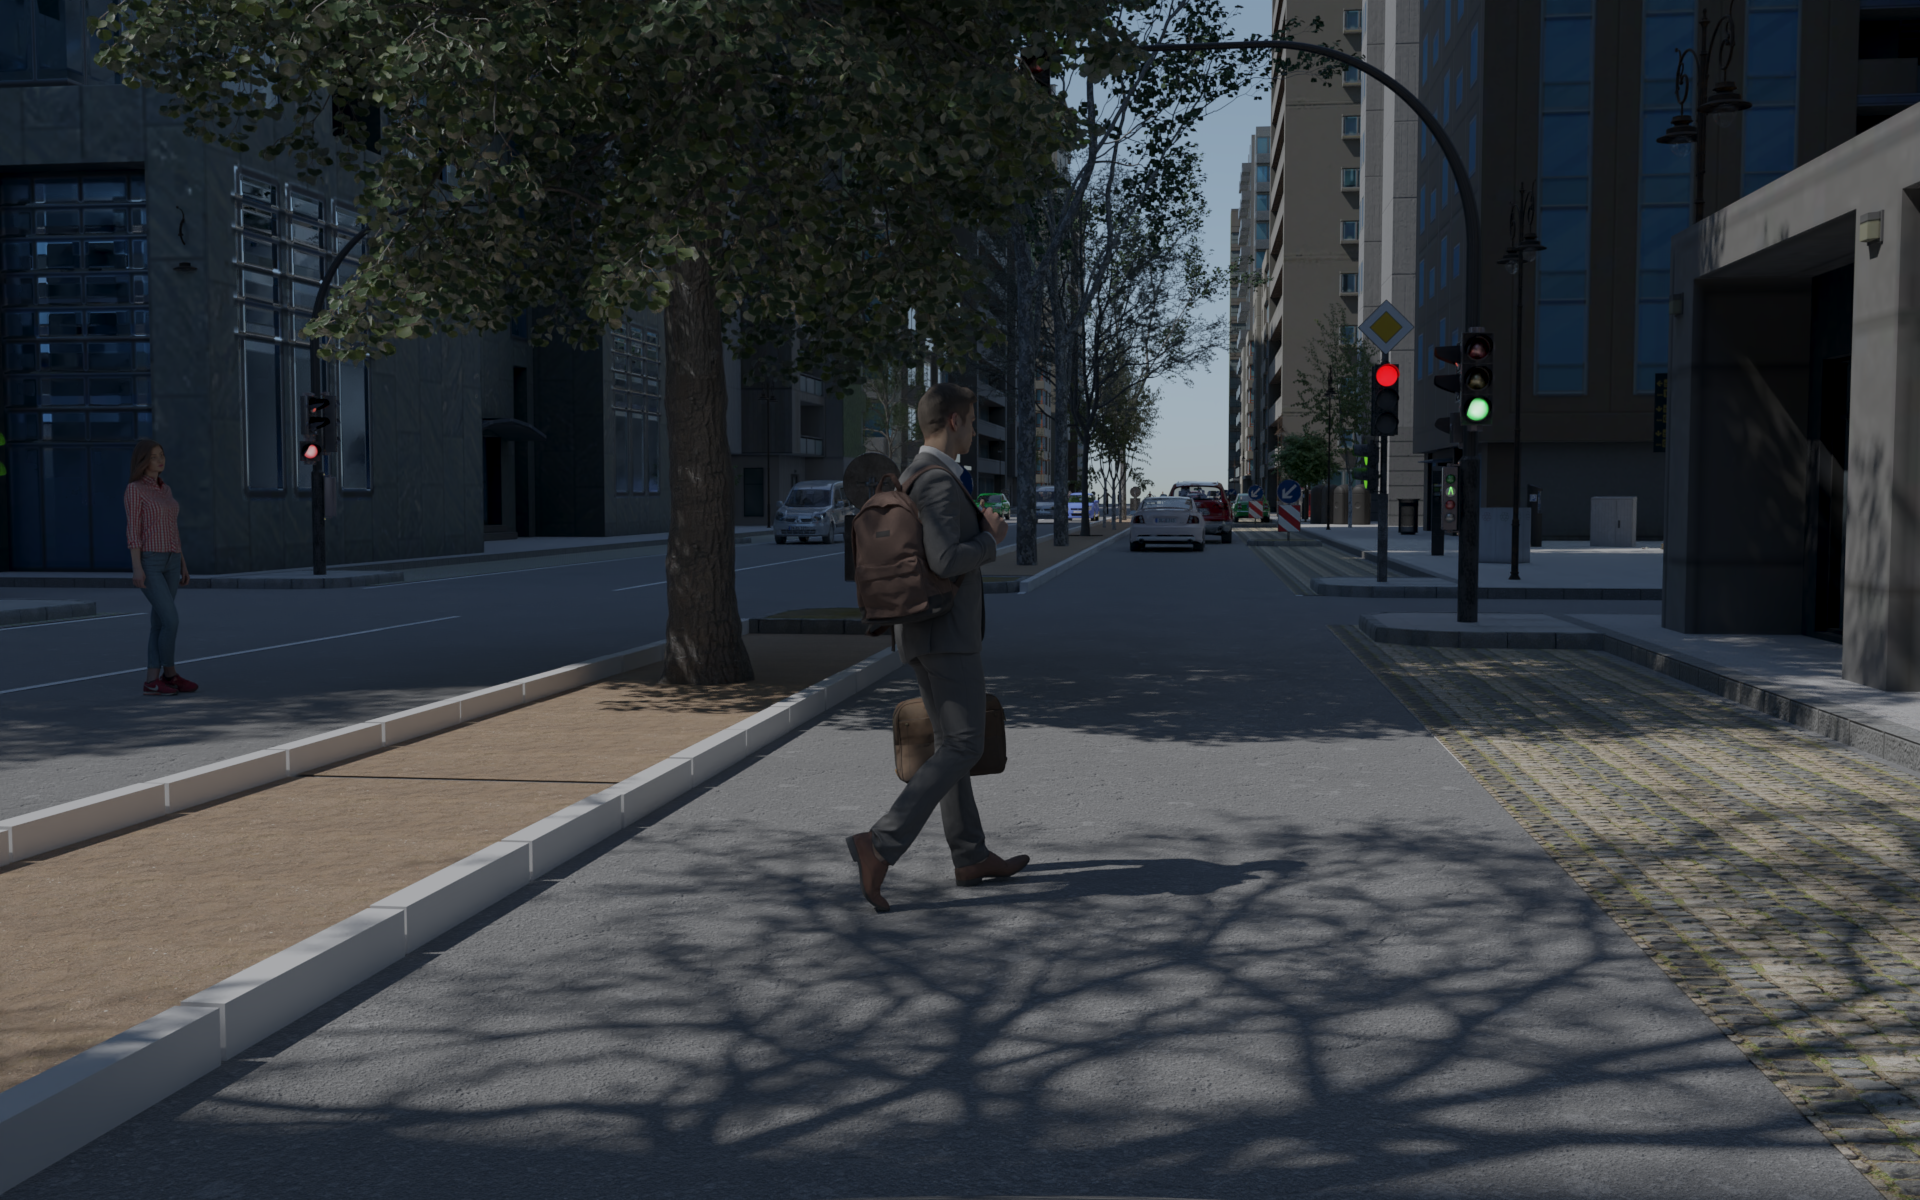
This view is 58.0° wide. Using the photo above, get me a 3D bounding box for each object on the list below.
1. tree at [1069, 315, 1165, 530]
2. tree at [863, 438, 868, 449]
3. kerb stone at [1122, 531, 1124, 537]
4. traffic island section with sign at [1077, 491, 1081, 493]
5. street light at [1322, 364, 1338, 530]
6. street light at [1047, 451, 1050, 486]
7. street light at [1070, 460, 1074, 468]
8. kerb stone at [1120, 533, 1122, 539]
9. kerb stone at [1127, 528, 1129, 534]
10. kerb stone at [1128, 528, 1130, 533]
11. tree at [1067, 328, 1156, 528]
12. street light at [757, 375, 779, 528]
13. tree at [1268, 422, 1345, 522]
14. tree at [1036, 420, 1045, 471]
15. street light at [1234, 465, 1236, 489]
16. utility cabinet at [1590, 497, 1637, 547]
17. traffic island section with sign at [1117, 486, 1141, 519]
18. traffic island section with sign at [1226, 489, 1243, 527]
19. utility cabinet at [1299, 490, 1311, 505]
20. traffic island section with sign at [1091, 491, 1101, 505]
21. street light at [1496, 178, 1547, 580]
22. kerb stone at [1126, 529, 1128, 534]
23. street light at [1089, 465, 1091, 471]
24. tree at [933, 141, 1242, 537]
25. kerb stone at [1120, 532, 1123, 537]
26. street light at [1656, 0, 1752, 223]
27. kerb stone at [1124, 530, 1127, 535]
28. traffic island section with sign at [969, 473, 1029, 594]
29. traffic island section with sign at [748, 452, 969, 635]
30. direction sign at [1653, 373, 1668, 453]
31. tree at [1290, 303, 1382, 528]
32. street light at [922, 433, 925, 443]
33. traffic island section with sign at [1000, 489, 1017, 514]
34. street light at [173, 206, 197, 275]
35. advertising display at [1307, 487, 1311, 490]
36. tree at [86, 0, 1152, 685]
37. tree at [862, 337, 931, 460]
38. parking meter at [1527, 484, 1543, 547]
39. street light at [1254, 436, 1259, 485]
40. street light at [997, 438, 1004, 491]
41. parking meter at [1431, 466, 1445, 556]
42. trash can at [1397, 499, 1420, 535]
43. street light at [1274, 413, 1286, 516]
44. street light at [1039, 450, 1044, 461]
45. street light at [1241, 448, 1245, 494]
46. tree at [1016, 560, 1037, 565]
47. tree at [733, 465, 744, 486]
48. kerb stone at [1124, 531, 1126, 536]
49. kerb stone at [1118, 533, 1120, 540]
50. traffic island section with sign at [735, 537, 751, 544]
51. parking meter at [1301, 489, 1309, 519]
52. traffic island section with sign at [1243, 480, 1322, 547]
[{"bbox_3d":[6.145,-7.089,68.727,4.360,8.622,3.978,0,3,0],"label":"tree"},{"bbox_3d":[-5.756,-6.122,83.810,4.285,4.588,4.351,0,3,0],"label":"tree"},{"bbox_3d":[5.171,-2.079,56.188,0.120,0.150,1.000,0,4,8],"label":"kerb stone"},{"bbox_3d":[14.384,-12.155,207.363,1.989,1.847,2.006,0,4,8],"label":"traffic island section with sign"},{"bbox_3d":[13.213,-5.455,61.969,0.468,5.910,1.993,0,4,8],"label":"street light"},{"bbox_3d":[9.517,-13.050,186.155,0.468,5.910,1.993,0,4,8],"label":"street light"},{"bbox_3d":[14.393,-15.263,222.335,0.468,5.910,1.993,0,4,8],"label":"street light"},{"bbox_3d":[4.893,-1.955,54.159,0.120,0.150,1.000,0,4,8],"label":"kerb stone"},{"bbox_3d":[5.722,-2.328,60.255,0.120,0.150,1.000,0,4,8],"label":"kerb stone"},{"bbox_3d":[5.858,-2.390,61.268,0.120,0.150,1.000,0,4,8],"label":"kerb stone"},{"bbox_3d":[6.984,-7.727,79.162,4.737,8.622,4.395,0,3,0],"label":"tree"},{"bbox_3d":[-7.238,-5.666,65.424,0.468,5.910,1.993,0,4,8],"label":"street light"},{"bbox_3d":[15.746,-5.833,79.076,4.285,4.588,4.351,0,3,0],"label":"tree"},{"bbox_3d":[6.705,-13.600,172.724,4.737,8.622,4.395,0,3,0],"label":"tree"},{"bbox_3d":[34.995,-15.163,220.696,0.468,5.910,1.993,0,4,8],"label":"street light"},{"bbox_3d":[15.886,-1.894,42.124,1.020,1.237,0.306,3,5,41],"label":"utility cabinet"},{"bbox_3d":[10.126,-5.635,100.267,2.006,1.907,1.989,0,4,8],"label":"traffic island section with sign"},{"bbox_3d":[12.613,-4.040,74.679,1.989,1.847,2.006,0,4,8],"label":"traffic island section with sign"},{"bbox_3d":[19.587,-5.433,97.504,1.173,1.500,0.318,2,4,27],"label":"utility cabinet"},{"bbox_3d":[18.124,-13.826,234.689,1.989,1.847,2.006,0,4,8],"label":"traffic island section with sign"},{"bbox_3d":[8.316,-3.242,25.792,0.468,5.910,1.993,0,4,8],"label":"street light"},{"bbox_3d":[5.589,-2.266,59.238,0.120,0.150,1.000,0,4,8],"label":"kerb stone"},{"bbox_3d":[19.396,-17.487,258.695,0.468,5.910,1.993,0,4,8],"label":"street light"},{"bbox_3d":[4.229,-8.903,58.393,12.009,13.543,11.850,0,3,0],"label":"tree"},{"bbox_3d":[5.031,-2.017,55.173,0.120,0.150,1.000,0,4,8],"label":"kerb stone"},{"bbox_3d":[7.083,-2.683,16.648,0.468,5.910,1.993,0,4,8],"label":"street light"},{"bbox_3d":[5.453,-2.195,58.225,0.120,0.150,1.000,0,4,8],"label":"kerb stone"},{"bbox_3d":[-0.042,-1.081,25.817,2.006,1.907,1.989,0,4,8],"label":"traffic island section with sign"},{"bbox_3d":[-1.055,-0.633,18.479,2.006,1.907,1.989,0,4,8],"label":"traffic island section with sign"},{"bbox_3d":[13.403,-2.467,32.326,0.876,3.537,0.379,2,4,29],"label":"direction sign"},{"bbox_3d":[14.806,-7.066,65.887,4.737,8.622,4.395,0,3,0],"label":"tree"},{"bbox_3d":[-1.777,-8.012,103.778,0.468,5.910,1.993,0,4,8],"label":"street light"},{"bbox_3d":[3.267,-7.184,126.087,1.989,1.847,2.006,0,4,8],"label":"traffic island section with sign"},{"bbox_3d":[-12.067,-3.385,28.133,0.468,5.910,1.993,0,4,8],"label":"street light"},{"bbox_3d":[19.973,-5.760,99.390,0.123,1.923,0.974,0,4,1],"label":"advertising display"},{"bbox_3d":[-1.931,-6.335,12.693,9.857,13.997,8.962,0,3,0],"label":"tree"},{"bbox_3d":[-3.917,-9.731,93.522,7.601,10.594,8.767,0,4,1],"label":"tree"},{"bbox_3d":[13.944,-2.057,42.039,0.372,1.533,0.369,0,3,0],"label":"parking meter"},{"bbox_3d":[23.717,-10.149,138.721,0.468,5.910,1.993,0,4,8],"label":"street light"},{"bbox_3d":[3.259,-10.264,140.609,0.468,5.910,1.993,0,4,8],"label":"street light"},{"bbox_3d":[9.972,-1.859,36.110,0.255,1.863,0.399,1,4,14],"label":"parking meter"},{"bbox_3d":[14.137,-2.628,54.614,0.748,1.137,0.748,0,3,0],"label":"trash can"},{"bbox_3d":[18.841,-7.936,102.541,0.468,5.910,1.993,0,4,8],"label":"street light"},{"bbox_3d":[8.277,-12.478,176.801,0.468,5.910,1.993,0,4,8],"label":"street light"},{"bbox_3d":[30.134,-12.950,184.515,0.468,5.910,1.993,0,4,8],"label":"street light"},{"bbox_3d":[2.427,-10.689,33.109,12.611,20.169,13.585,0,3,0],"label":"tree"},{"bbox_3d":[-8.607,-4.027,60.438,1.663,3.219,1.824,0,3,0],"label":"tree"},{"bbox_3d":[5.305,-2.134,57.214,0.120,0.150,1.000,0,4,8],"label":"kerb stone"},{"bbox_3d":[4.751,-1.892,53.137,0.120,0.150,1.000,0,4,8],"label":"kerb stone"},{"bbox_3d":[-7.122,-2.534,50.052,1.989,1.847,2.006,0,4,8],"label":"traffic island section with sign"},{"bbox_3d":[17.577,-4.879,88.185,0.372,1.533,0.369,0,3,0],"label":"parking meter"},{"bbox_3d":[8.965,-2.406,47.971,1.989,1.847,2.006,0,4,8],"label":"traffic island section with sign"}]
